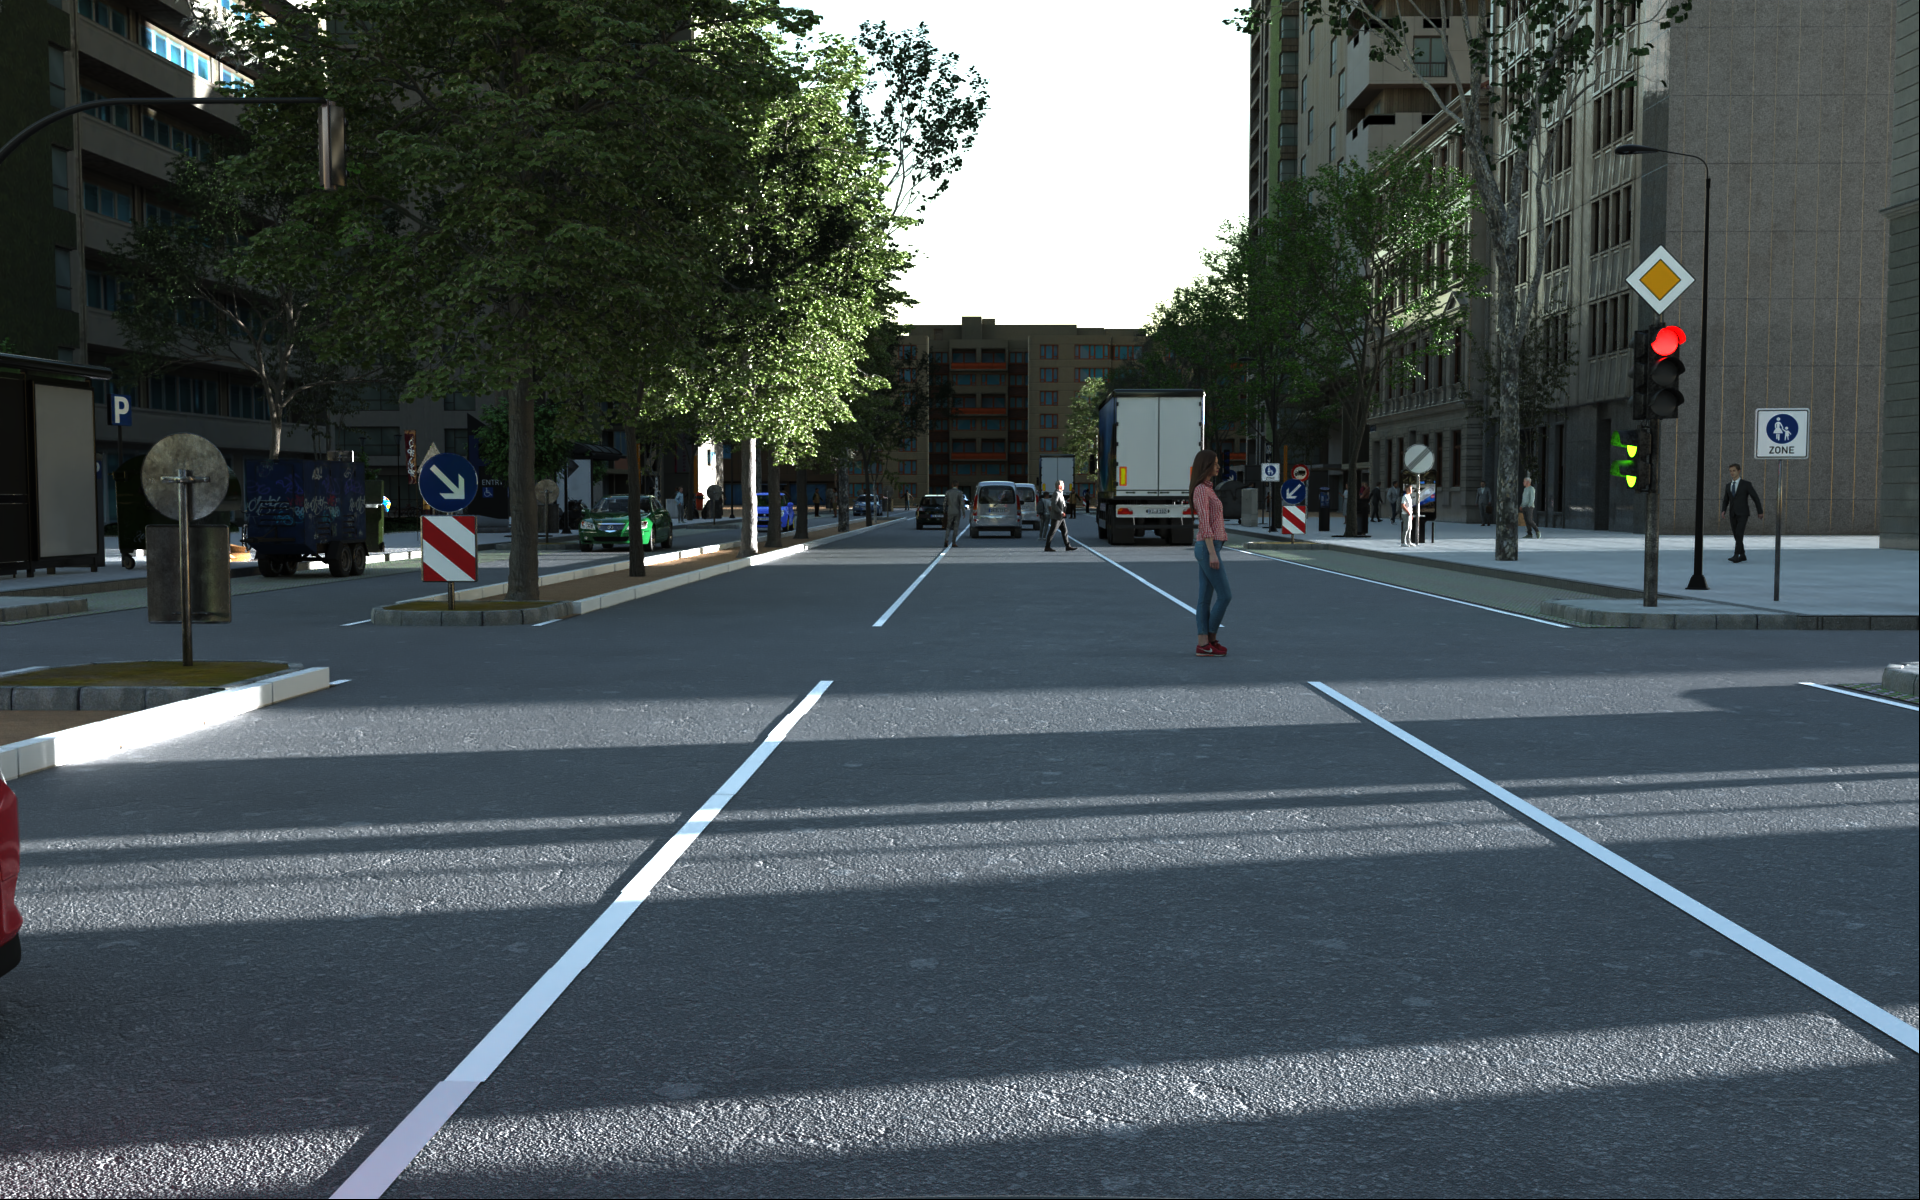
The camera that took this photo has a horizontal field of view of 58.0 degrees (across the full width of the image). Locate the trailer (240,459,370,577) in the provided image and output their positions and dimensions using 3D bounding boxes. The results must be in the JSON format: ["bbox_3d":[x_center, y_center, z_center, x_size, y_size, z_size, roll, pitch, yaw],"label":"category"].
[{"bbox_3d":[-11.245,-1.359,29.268,1.471,1.999,3.904,0,4,2],"label":"trailer"}]

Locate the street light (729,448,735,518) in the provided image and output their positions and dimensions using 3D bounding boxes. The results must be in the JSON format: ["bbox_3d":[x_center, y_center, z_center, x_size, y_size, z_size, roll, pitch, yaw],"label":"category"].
[{"bbox_3d":[-11.561,-7.295,91.809,1.470,5.913,1.316,0,4,1],"label":"street light"}]

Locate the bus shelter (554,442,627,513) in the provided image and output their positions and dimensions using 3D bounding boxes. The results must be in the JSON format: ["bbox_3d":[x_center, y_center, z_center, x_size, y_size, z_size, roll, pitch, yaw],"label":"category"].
[{"bbox_3d":[-14.959,-4.629,69.608,2.014,3.302,5.546,0,4,1],"label":"bus shelter"}]

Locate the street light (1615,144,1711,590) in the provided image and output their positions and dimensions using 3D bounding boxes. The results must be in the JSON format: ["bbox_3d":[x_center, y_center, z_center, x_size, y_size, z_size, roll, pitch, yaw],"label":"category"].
[{"bbox_3d":[9.399,-3.097,23.174,1.470,5.913,1.316,0,4,1],"label":"street light"}]

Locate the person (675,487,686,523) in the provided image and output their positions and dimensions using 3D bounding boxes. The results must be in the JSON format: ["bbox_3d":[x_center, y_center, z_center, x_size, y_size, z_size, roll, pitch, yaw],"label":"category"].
[{"bbox_3d":[-12.276,-4.172,76.073,0.330,1.601,0.589,2,4,30],"label":"person"}]

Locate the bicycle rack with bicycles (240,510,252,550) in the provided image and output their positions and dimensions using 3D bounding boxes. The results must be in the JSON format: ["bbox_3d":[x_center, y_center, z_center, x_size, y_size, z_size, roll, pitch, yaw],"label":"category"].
[{"bbox_3d":[-15.170,-1.573,39.104,2.852,0.926,2.925,0,4,-2],"label":"bicycle rack with bicycles"}]

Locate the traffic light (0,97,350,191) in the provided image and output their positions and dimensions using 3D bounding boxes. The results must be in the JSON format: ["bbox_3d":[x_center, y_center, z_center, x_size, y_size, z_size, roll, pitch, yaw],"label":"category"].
[{"bbox_3d":[-9.502,-2.776,20.053,4.771,5.953,1.251,0,4,1],"label":"traffic light"}]

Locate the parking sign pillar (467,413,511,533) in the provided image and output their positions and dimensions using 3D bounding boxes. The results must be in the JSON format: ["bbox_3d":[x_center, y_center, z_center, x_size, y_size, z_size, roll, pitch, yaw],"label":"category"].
[{"bbox_3d":[-15.680,-4.224,57.534,1.447,3.967,1.447,-1,4,-9],"label":"parking sign pillar"}]

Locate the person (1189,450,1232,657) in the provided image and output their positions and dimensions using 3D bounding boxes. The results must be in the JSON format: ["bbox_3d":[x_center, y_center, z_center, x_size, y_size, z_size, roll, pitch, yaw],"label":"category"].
[{"bbox_3d":[2.208,-0.413,15.268,0.388,1.821,0.555,0,4,-3],"label":"person"}]

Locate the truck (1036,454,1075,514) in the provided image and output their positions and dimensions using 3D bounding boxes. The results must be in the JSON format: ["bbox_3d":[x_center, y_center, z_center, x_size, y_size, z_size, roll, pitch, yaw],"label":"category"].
[{"bbox_3d":[7.076,-8.484,127.628,2.839,4.237,11.283,0,4,2],"label":"truck"}]

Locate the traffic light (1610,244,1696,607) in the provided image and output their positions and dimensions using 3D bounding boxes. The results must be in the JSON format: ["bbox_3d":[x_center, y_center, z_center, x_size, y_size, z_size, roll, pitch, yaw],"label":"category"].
[{"bbox_3d":[7.862,-1.880,19.660,0.839,4.253,0.868,0,4,1],"label":"traffic light"}]

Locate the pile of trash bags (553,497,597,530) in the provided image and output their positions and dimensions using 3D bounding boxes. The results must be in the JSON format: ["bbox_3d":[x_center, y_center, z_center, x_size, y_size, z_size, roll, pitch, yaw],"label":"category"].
[{"bbox_3d":[-14.499,-3.238,62.691,3.447,1.369,1.912,-3,5,-44],"label":"pile of trash bags"}]

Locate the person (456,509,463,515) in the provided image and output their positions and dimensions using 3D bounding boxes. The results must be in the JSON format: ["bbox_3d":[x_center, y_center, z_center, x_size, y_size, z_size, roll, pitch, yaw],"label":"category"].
[{"bbox_3d":[-23.066,-4.452,79.398,0.524,1.755,0.480,-2,4,-28],"label":"person"}]

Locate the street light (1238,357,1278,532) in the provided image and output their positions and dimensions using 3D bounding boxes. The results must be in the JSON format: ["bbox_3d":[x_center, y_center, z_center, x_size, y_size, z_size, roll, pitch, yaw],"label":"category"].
[{"bbox_3d":[10.142,-5.286,58.966,1.470,5.913,1.316,0,4,1],"label":"street light"}]

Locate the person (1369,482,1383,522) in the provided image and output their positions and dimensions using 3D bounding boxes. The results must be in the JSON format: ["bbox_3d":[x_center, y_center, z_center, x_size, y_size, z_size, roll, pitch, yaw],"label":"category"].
[{"bbox_3d":[19.025,-4.472,78.938,0.755,1.850,0.659,-1,4,-18],"label":"person"}]

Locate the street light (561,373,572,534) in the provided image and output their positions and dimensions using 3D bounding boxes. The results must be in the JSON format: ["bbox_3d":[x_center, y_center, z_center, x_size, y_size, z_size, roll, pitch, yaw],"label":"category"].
[{"bbox_3d":[-12.232,-5.105,56.016,1.470,5.913,1.316,0,4,1],"label":"street light"}]

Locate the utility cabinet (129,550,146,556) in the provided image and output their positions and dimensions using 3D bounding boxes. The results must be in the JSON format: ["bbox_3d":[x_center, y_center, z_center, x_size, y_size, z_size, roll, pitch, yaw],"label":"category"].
[{"bbox_3d":[-16.929,-1.525,36.103,0.306,1.237,1.020,1,4,14],"label":"utility cabinet"}]

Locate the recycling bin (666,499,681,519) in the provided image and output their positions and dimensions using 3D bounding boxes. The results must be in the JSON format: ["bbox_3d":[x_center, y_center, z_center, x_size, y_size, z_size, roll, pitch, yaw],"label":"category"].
[{"bbox_3d":[-15.037,-4.806,91.129,0.722,1.027,0.722,0,4,5],"label":"recycling bin"}]

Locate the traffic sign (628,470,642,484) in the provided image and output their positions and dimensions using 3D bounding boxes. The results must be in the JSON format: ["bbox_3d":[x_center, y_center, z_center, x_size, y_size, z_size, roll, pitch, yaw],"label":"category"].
[{"bbox_3d":[-13.903,-4.401,74.084,0.606,2.300,0.079,0,4,8],"label":"traffic sign"}]

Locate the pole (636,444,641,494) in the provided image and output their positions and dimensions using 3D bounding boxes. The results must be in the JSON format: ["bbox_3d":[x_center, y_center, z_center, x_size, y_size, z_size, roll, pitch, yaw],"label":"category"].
[{"bbox_3d":[-13.071,-4.674,70.269,0.158,3.312,0.155,0,3,0],"label":"pole"}]

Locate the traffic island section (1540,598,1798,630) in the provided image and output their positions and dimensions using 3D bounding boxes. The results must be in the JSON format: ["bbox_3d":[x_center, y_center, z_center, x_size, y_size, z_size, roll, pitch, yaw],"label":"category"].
[{"bbox_3d":[7.902,0.153,19.773,2.009,0.180,2.903,0,4,1],"label":"traffic island section"}]

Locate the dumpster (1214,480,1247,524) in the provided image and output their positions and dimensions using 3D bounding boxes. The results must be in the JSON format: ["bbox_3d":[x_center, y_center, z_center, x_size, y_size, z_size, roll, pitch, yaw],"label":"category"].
[{"bbox_3d":[11.462,-4.123,73.166,1.264,1.857,1.865,0,4,1],"label":"dumpster"}]

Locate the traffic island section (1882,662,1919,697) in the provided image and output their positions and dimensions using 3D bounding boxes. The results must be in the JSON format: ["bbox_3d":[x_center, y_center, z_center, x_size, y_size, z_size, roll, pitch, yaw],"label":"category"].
[{"bbox_3d":[7.729,0.642,11.790,2.009,0.180,2.903,0,4,1],"label":"traffic island section"}]

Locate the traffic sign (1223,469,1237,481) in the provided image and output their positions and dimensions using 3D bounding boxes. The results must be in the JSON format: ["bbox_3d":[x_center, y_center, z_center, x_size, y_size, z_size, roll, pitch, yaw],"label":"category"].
[{"bbox_3d":[13.883,-5.457,89.332,0.768,2.556,0.104,0,4,5],"label":"traffic sign"}]

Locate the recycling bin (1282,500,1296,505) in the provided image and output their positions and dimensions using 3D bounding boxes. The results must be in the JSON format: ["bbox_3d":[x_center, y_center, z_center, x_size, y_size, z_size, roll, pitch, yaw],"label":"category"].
[{"bbox_3d":[12.936,-3.456,69.059,0.722,1.027,0.722,2,4,32],"label":"recycling bin"}]

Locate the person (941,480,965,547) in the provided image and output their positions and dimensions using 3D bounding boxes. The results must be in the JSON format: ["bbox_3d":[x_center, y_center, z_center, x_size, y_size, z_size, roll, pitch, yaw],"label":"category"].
[{"bbox_3d":[-0.175,-2.351,47.060,0.709,1.813,0.853,1,4,14],"label":"person"}]

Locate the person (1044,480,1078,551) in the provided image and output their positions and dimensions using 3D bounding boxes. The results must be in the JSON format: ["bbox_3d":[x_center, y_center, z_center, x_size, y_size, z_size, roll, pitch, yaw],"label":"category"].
[{"bbox_3d":[2.527,-2.101,43.253,0.834,1.777,0.661,0,4,6],"label":"person"}]

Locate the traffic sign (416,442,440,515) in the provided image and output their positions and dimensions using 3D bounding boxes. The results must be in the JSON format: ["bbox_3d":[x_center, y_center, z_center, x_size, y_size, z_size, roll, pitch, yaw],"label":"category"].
[{"bbox_3d":[-13.164,-2.648,43.303,0.884,2.594,0.081,0,4,5],"label":"traffic sign"}]

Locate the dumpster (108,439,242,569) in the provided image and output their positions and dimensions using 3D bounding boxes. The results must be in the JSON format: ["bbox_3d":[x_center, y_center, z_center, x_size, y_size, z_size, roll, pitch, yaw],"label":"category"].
[{"bbox_3d":[-13.675,-1.694,30.195,1.502,2.255,1.985,0,4,1],"label":"dumpster"}]

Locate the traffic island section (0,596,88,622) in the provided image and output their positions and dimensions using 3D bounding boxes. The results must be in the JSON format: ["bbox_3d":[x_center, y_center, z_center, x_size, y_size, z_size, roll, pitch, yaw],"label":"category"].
[{"bbox_3d":[-11.635,0.127,20.199,2.009,0.180,2.903,0,4,1],"label":"traffic island section"}]

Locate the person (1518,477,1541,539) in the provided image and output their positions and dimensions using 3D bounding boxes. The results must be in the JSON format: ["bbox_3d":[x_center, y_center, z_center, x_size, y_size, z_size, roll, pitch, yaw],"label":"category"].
[{"bbox_3d":[16.460,-2.669,50.165,0.515,1.767,0.782,-1,4,-8],"label":"person"}]

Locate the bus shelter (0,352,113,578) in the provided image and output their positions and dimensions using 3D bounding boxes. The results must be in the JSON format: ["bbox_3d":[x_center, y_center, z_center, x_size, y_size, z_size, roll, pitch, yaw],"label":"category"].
[{"bbox_3d":[-15.116,-2.846,24.168,2.179,5.291,8.768,0,4,1],"label":"bus shelter"}]

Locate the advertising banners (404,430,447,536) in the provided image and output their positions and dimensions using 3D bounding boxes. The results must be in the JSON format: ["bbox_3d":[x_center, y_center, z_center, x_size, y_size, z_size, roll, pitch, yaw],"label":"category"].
[{"bbox_3d":[-14.339,-3.092,46.734,2.074,3.025,0.090,3,4,37],"label":"advertising banners"}]

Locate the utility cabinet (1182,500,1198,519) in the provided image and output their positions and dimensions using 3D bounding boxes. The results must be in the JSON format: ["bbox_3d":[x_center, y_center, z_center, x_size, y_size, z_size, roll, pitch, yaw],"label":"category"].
[{"bbox_3d":[11.544,-4.732,86.039,1.173,1.500,0.318,-3,5,-41],"label":"utility cabinet"}]

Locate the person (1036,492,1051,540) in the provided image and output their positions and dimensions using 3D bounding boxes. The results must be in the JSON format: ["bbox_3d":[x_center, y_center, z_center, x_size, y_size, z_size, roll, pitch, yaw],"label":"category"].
[{"bbox_3d":[2.608,-2.612,53.794,0.503,1.515,0.523,0,4,0],"label":"person"}]

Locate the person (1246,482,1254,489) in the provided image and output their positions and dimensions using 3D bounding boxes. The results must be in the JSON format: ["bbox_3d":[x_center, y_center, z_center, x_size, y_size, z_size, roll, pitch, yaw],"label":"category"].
[{"bbox_3d":[12.593,-4.230,75.229,0.654,1.822,0.581,-3,5,-44],"label":"person"}]

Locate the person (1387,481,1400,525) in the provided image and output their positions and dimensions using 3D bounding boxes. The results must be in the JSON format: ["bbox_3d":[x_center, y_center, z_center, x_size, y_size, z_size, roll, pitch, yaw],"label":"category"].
[{"bbox_3d":[18.075,-4.057,72.218,0.661,1.843,0.795,-1,4,-19],"label":"person"}]

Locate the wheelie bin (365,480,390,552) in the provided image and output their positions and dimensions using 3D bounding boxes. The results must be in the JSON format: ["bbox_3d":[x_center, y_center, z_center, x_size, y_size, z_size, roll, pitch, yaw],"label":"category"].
[{"bbox_3d":[-13.090,-1.857,38.272,0.980,1.594,0.693,-1,4,-15],"label":"wheelie bin"}]

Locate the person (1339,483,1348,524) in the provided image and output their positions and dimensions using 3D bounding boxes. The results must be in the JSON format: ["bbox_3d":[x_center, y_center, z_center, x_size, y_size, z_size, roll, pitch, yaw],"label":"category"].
[{"bbox_3d":[16.392,-4.095,73.570,0.524,1.755,0.480,-3,5,-41],"label":"person"}]

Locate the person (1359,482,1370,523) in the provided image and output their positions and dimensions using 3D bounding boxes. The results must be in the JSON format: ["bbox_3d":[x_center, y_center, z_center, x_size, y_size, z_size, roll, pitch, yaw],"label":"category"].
[{"bbox_3d":[17.675,-4.255,75.587,0.573,1.828,0.580,-2,4,-30],"label":"person"}]

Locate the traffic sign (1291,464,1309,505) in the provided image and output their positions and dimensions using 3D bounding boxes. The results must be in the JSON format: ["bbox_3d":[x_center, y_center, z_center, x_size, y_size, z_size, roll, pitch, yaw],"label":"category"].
[{"bbox_3d":[14.376,-4.474,73.257,0.768,2.556,0.104,1,4,10],"label":"traffic sign"}]

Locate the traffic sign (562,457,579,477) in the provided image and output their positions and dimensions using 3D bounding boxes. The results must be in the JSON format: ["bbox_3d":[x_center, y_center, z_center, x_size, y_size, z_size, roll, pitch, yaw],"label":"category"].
[{"bbox_3d":[-13.085,-3.543,57.657,0.795,2.593,0.064,0,4,3],"label":"traffic sign"}]

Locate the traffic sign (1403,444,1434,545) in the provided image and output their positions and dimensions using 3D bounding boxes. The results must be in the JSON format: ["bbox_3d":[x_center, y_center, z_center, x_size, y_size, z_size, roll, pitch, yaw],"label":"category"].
[{"bbox_3d":[11.629,-2.684,43.992,0.768,2.556,0.104,0,4,5],"label":"traffic sign"}]

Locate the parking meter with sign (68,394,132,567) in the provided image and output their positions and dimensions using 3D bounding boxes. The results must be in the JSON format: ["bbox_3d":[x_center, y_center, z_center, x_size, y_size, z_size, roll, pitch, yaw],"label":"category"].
[{"bbox_3d":[-15.512,-2.094,30.495,1.738,3.016,0.543,1,4,10],"label":"parking meter with sign"}]

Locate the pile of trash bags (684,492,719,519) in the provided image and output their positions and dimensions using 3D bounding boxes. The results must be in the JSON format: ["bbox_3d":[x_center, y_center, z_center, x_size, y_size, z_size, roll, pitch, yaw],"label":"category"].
[{"bbox_3d":[-13.414,-4.889,89.693,1.912,1.369,3.447,0,4,-7],"label":"pile of trash bags"}]

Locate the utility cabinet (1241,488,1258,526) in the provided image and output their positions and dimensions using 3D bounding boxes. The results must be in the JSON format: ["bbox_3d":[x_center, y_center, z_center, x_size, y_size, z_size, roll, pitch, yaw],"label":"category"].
[{"bbox_3d":[11.417,-3.649,68.338,0.318,1.500,1.173,-1,4,-9],"label":"utility cabinet"}]

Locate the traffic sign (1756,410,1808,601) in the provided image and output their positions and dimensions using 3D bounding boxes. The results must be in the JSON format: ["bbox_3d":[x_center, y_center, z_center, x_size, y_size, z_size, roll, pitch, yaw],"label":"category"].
[{"bbox_3d":[9.801,-1.137,20.725,0.606,2.300,0.079,1,4,8],"label":"traffic sign"}]

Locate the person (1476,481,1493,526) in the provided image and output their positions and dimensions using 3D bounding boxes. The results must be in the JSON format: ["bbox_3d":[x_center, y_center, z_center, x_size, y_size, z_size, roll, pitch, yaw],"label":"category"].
[{"bbox_3d":[20.981,-3.865,69.349,0.709,1.813,0.853,2,4,30],"label":"person"}]

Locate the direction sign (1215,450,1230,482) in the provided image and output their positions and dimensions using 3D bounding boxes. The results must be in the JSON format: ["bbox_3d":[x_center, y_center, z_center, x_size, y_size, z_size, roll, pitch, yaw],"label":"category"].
[{"bbox_3d":[13.351,-5.888,88.260,0.876,3.537,0.379,-2,4,-24],"label":"direction sign"}]

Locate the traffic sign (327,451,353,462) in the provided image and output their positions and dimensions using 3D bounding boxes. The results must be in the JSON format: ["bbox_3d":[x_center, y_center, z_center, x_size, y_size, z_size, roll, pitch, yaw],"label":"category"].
[{"bbox_3d":[-14.595,-2.366,40.816,0.606,2.300,0.079,0,4,2],"label":"traffic sign"}]

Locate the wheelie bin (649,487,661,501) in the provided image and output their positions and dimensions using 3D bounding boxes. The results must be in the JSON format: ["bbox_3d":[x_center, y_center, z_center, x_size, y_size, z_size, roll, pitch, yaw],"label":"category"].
[{"bbox_3d":[-14.611,-4.566,82.559,0.693,1.594,0.980,0,4,-7],"label":"wheelie bin"}]

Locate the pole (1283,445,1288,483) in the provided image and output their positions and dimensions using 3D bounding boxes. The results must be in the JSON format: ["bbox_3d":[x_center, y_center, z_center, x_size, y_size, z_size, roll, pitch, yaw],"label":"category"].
[{"bbox_3d":[13.570,-4.796,72.257,0.158,3.312,0.155,0,3,0],"label":"pole"}]

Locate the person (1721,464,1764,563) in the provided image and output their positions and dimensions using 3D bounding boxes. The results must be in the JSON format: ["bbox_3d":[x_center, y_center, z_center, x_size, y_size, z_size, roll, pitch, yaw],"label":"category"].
[{"bbox_3d":[14.542,-1.627,32.414,0.755,1.850,0.659,-2,4,-33],"label":"person"}]

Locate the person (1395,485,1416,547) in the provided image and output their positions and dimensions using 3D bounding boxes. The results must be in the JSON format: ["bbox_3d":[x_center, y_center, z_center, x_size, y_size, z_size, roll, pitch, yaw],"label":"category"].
[{"bbox_3d":[10.926,-2.059,42.308,0.523,1.515,0.503,0,4,-1],"label":"person"}]

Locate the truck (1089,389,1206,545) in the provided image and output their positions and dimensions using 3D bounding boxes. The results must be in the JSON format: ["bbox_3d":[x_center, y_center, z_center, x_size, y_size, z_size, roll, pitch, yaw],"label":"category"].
[{"bbox_3d":[5.485,-3.850,51.863,2.839,4.237,11.283,0,4,2],"label":"truck"}]

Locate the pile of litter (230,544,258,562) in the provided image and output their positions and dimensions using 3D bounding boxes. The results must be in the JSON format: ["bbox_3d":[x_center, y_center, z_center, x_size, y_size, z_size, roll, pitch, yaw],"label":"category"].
[{"bbox_3d":[-14.076,-1.163,32.985,1.719,0.858,1.176,-3,4,-37],"label":"pile of litter"}]

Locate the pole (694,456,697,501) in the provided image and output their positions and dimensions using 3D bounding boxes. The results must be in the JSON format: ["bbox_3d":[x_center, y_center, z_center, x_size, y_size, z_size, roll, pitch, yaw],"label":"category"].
[{"bbox_3d":[-14.041,-6.005,92.024,0.158,3.312,0.155,0,3,0],"label":"pole"}]

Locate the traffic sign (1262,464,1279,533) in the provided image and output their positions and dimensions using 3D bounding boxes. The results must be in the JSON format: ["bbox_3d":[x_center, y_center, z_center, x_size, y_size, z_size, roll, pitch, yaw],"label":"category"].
[{"bbox_3d":[10.317,-3.395,57.636,0.606,2.300,0.079,0,4,4],"label":"traffic sign"}]
